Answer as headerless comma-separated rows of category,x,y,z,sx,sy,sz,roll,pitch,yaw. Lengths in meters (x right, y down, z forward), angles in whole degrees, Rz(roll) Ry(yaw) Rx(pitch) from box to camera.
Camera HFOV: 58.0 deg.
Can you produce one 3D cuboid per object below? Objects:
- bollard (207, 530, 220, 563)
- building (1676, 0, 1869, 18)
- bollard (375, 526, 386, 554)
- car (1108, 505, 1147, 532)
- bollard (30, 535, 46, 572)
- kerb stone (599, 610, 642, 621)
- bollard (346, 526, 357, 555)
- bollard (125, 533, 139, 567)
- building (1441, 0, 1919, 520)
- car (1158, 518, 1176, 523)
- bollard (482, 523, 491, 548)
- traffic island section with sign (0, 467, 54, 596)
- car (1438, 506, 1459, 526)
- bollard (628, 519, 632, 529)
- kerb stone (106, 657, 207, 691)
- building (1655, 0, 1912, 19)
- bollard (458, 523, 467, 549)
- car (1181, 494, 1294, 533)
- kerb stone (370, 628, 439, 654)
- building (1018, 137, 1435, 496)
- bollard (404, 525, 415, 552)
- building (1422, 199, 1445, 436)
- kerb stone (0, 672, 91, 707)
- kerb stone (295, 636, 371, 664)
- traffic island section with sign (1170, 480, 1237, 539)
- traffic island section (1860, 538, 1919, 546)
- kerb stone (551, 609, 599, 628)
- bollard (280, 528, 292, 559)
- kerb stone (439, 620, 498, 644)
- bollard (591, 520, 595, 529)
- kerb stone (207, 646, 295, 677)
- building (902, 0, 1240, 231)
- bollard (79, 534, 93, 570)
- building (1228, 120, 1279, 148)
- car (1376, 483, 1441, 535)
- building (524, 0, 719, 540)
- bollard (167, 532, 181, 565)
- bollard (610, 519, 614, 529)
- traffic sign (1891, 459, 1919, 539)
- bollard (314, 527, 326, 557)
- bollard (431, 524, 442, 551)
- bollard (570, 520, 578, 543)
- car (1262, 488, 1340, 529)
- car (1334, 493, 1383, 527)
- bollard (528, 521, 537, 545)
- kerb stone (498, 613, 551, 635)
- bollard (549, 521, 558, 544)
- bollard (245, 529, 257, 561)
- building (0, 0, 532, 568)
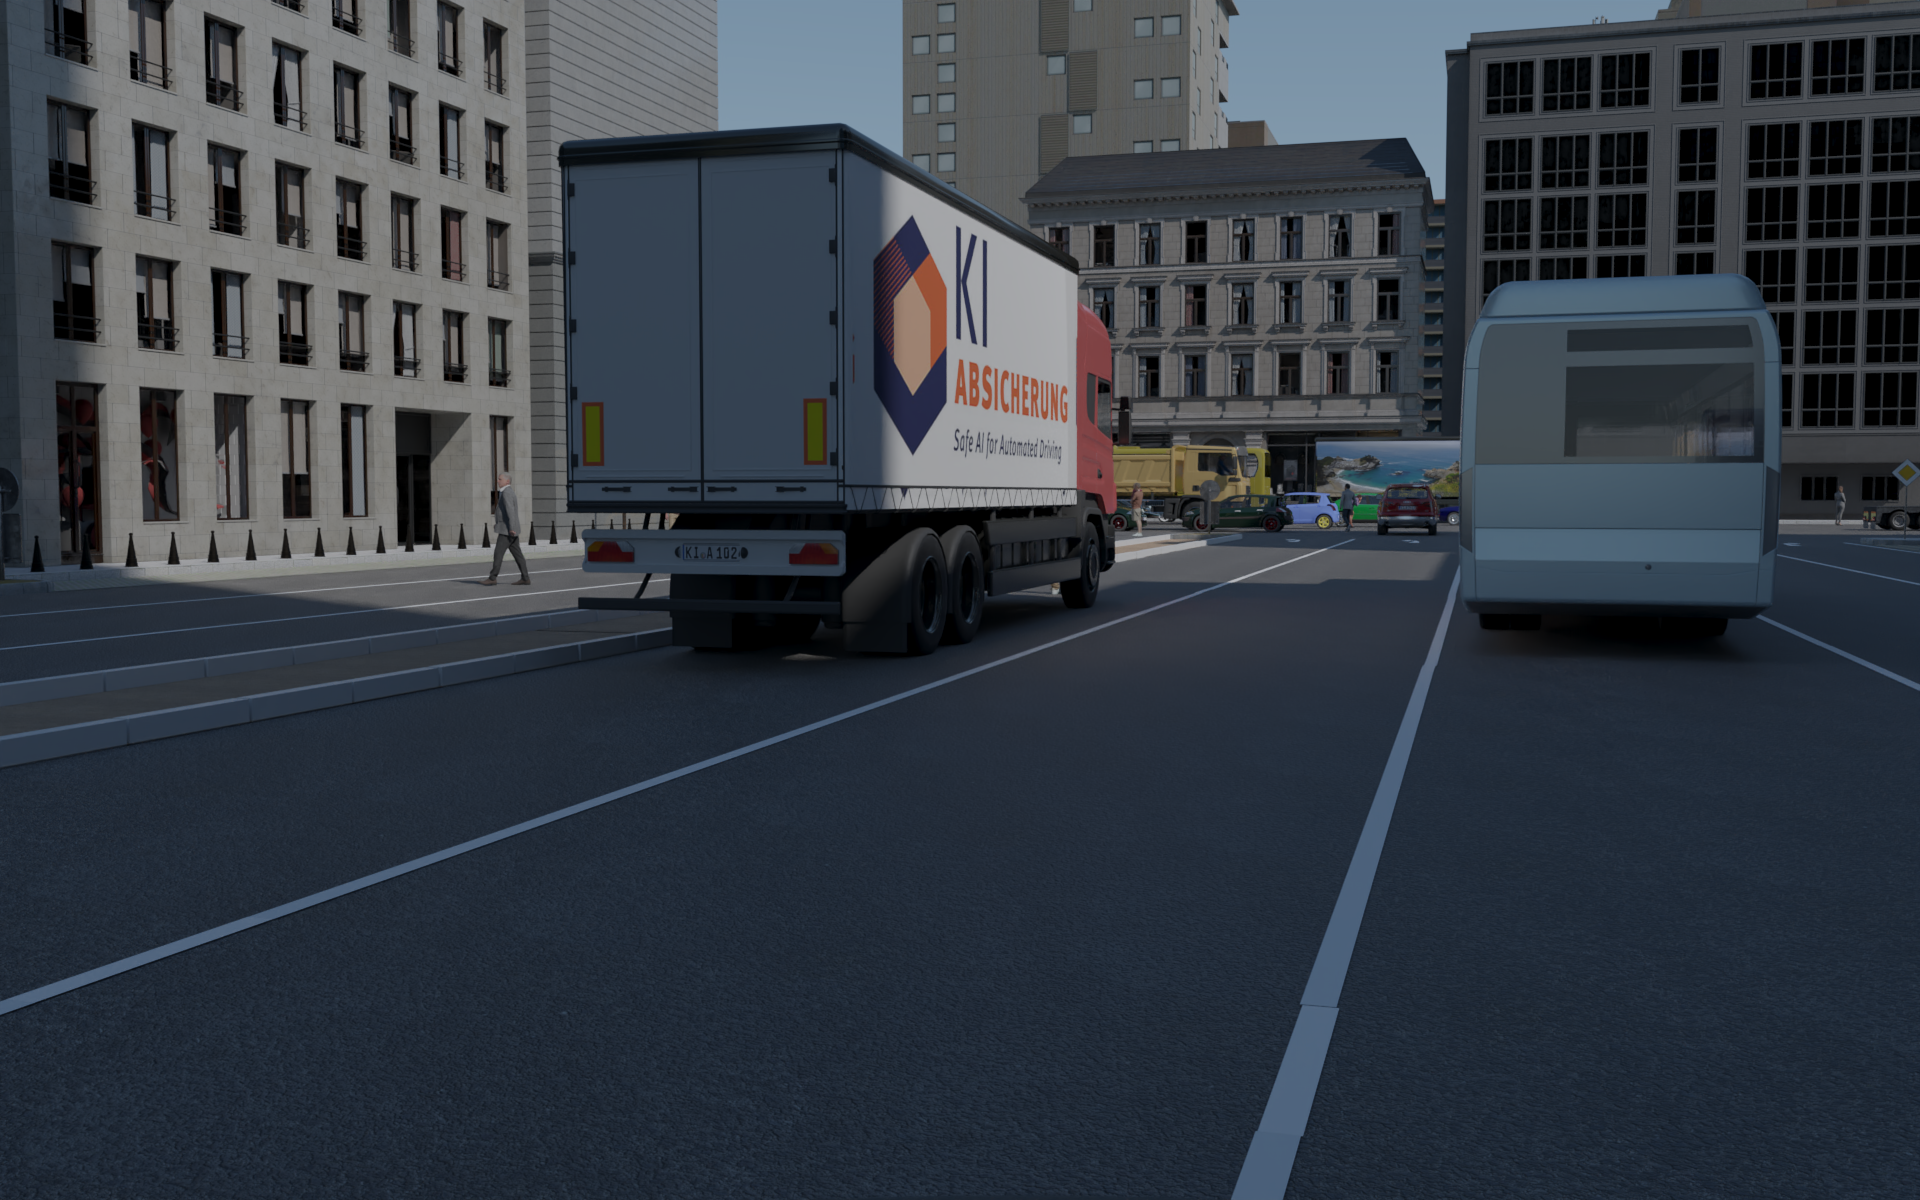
bollard,-13.989,-1.003,32.433,0.229,0.601,0.229,0,3,0
building,68.696,-30.482,148.497,14.600,45.320,14.200,1,4,17
bollard,-12.496,-1.304,37.358,0.229,0.601,0.229,0,3,0
car,5.162,-3.519,67.316,4.222,1.686,2.009,1,4,19
bollard,-15.179,-0.761,28.485,0.229,0.601,0.229,0,3,0
kerb stone,-3.965,0.142,19.876,0.120,0.150,1.000,1,4,17
bollard,-12.791,-1.244,36.374,0.229,0.601,0.229,0,3,0
bollard,-14.578,-0.882,30.466,0.229,0.601,0.229,0,3,0
building,38.023,-18.222,91.436,24.014,27.812,14.314,1,4,17
car,9.300,-4.850,88.338,4.494,1.783,2.155,1,4,17
bollard,-11.300,-1.545,41.302,0.229,0.601,0.229,0,3,0
traffic island section with sign,-14.359,-1.002,25.013,1.989,1.847,2.006,1,4,17
car,23.851,-4.070,79.120,3.894,1.354,1.945,1,4,19
bollard,-9.201,-1.968,48.223,0.229,0.601,0.229,0,3,0
kerb stone,-6.065,0.564,12.977,0.120,0.150,1.000,1,4,17
building,76.357,-33.093,164.774,21.300,48.544,21.600,1,4,17
bollard,-11.596,-1.485,40.319,0.229,0.601,0.229,0,3,0
car,10.529,-3.420,65.696,4.222,1.686,2.009,1,4,17
kerb stone,-5.160,0.383,15.930,0.120,0.150,1.000,1,4,17
building,6.425,-15.285,100.824,40.483,20.767,10.553,1,4,17
bollard,-12.193,-1.364,38.339,0.229,0.601,0.229,0,3,0
building,73.473,-36.527,251.840,28.867,44.769,22.147,1,4,17
kerb stone,-6.362,0.624,11.993,0.120,0.150,1.000,1,4,17
kerb stone,-5.461,0.446,14.944,0.120,0.150,1.000,1,4,17
traffic island section with sign,7.861,-2.880,55.231,2.006,1.907,1.989,1,4,17
traffic island section,26.879,-1.649,49.239,2.009,0.180,2.903,1,4,17
kerb stone,-4.264,0.203,18.892,0.120,0.150,1.000,1,4,17
bollard,-13.391,-1.123,34.398,0.229,0.601,0.229,0,3,0
kerb stone,-4.866,0.322,16.925,0.120,0.150,1.000,1,4,17
bollard,-9.795,-1.847,46.247,0.229,0.601,0.229,0,3,0
kerb stone,-5.758,0.504,13.958,0.120,0.150,1.000,1,4,17
building,11.222,-35.509,169.807,28.713,52.752,27.495,1,4,17
bollard,-14.878,-0.822,29.484,0.229,0.601,0.229,0,3,0
building,29.644,-33.968,205.493,14.200,45.320,14.600,1,4,17
car,15.948,-3.240,61.651,2.281,1.827,5.304,1,4,15
building,-23.705,-17.082,56.790,29.804,29.767,11.434,1,4,17
bollard,-14.284,-0.942,31.450,0.229,0.601,0.229,0,3,0
bollard,-9.498,-1.908,47.240,0.229,0.601,0.229,0,3,0
traffic sign,26.854,-2.784,49.169,0.795,2.450,0.064,1,4,17
bollard,-13.091,-1.183,35.389,0.229,0.601,0.229,0,3,0
bollard,-11.896,-1.425,39.333,0.229,0.601,0.229,0,3,0
bollard,-10.096,-1.787,45.265,0.229,0.601,0.229,0,3,0
car,13.779,-3.786,71.500,3.694,1.707,1.945,1,4,15
car,18.064,-4.071,75.353,4.718,1.807,1.959,1,4,18
bollard,-10.697,-1.667,43.297,0.229,0.601,0.229,0,3,0
kerb stone,-4.568,0.262,17.910,0.120,0.150,1.000,1,4,17
bollard,-10.399,-1.727,44.281,0.229,0.601,0.229,0,3,0
bollard,-13.684,-1.063,33.414,0.229,0.601,0.229,0,3,0
building,-18.792,-11.271,39.033,10.420,20.320,16.860,1,4,17
